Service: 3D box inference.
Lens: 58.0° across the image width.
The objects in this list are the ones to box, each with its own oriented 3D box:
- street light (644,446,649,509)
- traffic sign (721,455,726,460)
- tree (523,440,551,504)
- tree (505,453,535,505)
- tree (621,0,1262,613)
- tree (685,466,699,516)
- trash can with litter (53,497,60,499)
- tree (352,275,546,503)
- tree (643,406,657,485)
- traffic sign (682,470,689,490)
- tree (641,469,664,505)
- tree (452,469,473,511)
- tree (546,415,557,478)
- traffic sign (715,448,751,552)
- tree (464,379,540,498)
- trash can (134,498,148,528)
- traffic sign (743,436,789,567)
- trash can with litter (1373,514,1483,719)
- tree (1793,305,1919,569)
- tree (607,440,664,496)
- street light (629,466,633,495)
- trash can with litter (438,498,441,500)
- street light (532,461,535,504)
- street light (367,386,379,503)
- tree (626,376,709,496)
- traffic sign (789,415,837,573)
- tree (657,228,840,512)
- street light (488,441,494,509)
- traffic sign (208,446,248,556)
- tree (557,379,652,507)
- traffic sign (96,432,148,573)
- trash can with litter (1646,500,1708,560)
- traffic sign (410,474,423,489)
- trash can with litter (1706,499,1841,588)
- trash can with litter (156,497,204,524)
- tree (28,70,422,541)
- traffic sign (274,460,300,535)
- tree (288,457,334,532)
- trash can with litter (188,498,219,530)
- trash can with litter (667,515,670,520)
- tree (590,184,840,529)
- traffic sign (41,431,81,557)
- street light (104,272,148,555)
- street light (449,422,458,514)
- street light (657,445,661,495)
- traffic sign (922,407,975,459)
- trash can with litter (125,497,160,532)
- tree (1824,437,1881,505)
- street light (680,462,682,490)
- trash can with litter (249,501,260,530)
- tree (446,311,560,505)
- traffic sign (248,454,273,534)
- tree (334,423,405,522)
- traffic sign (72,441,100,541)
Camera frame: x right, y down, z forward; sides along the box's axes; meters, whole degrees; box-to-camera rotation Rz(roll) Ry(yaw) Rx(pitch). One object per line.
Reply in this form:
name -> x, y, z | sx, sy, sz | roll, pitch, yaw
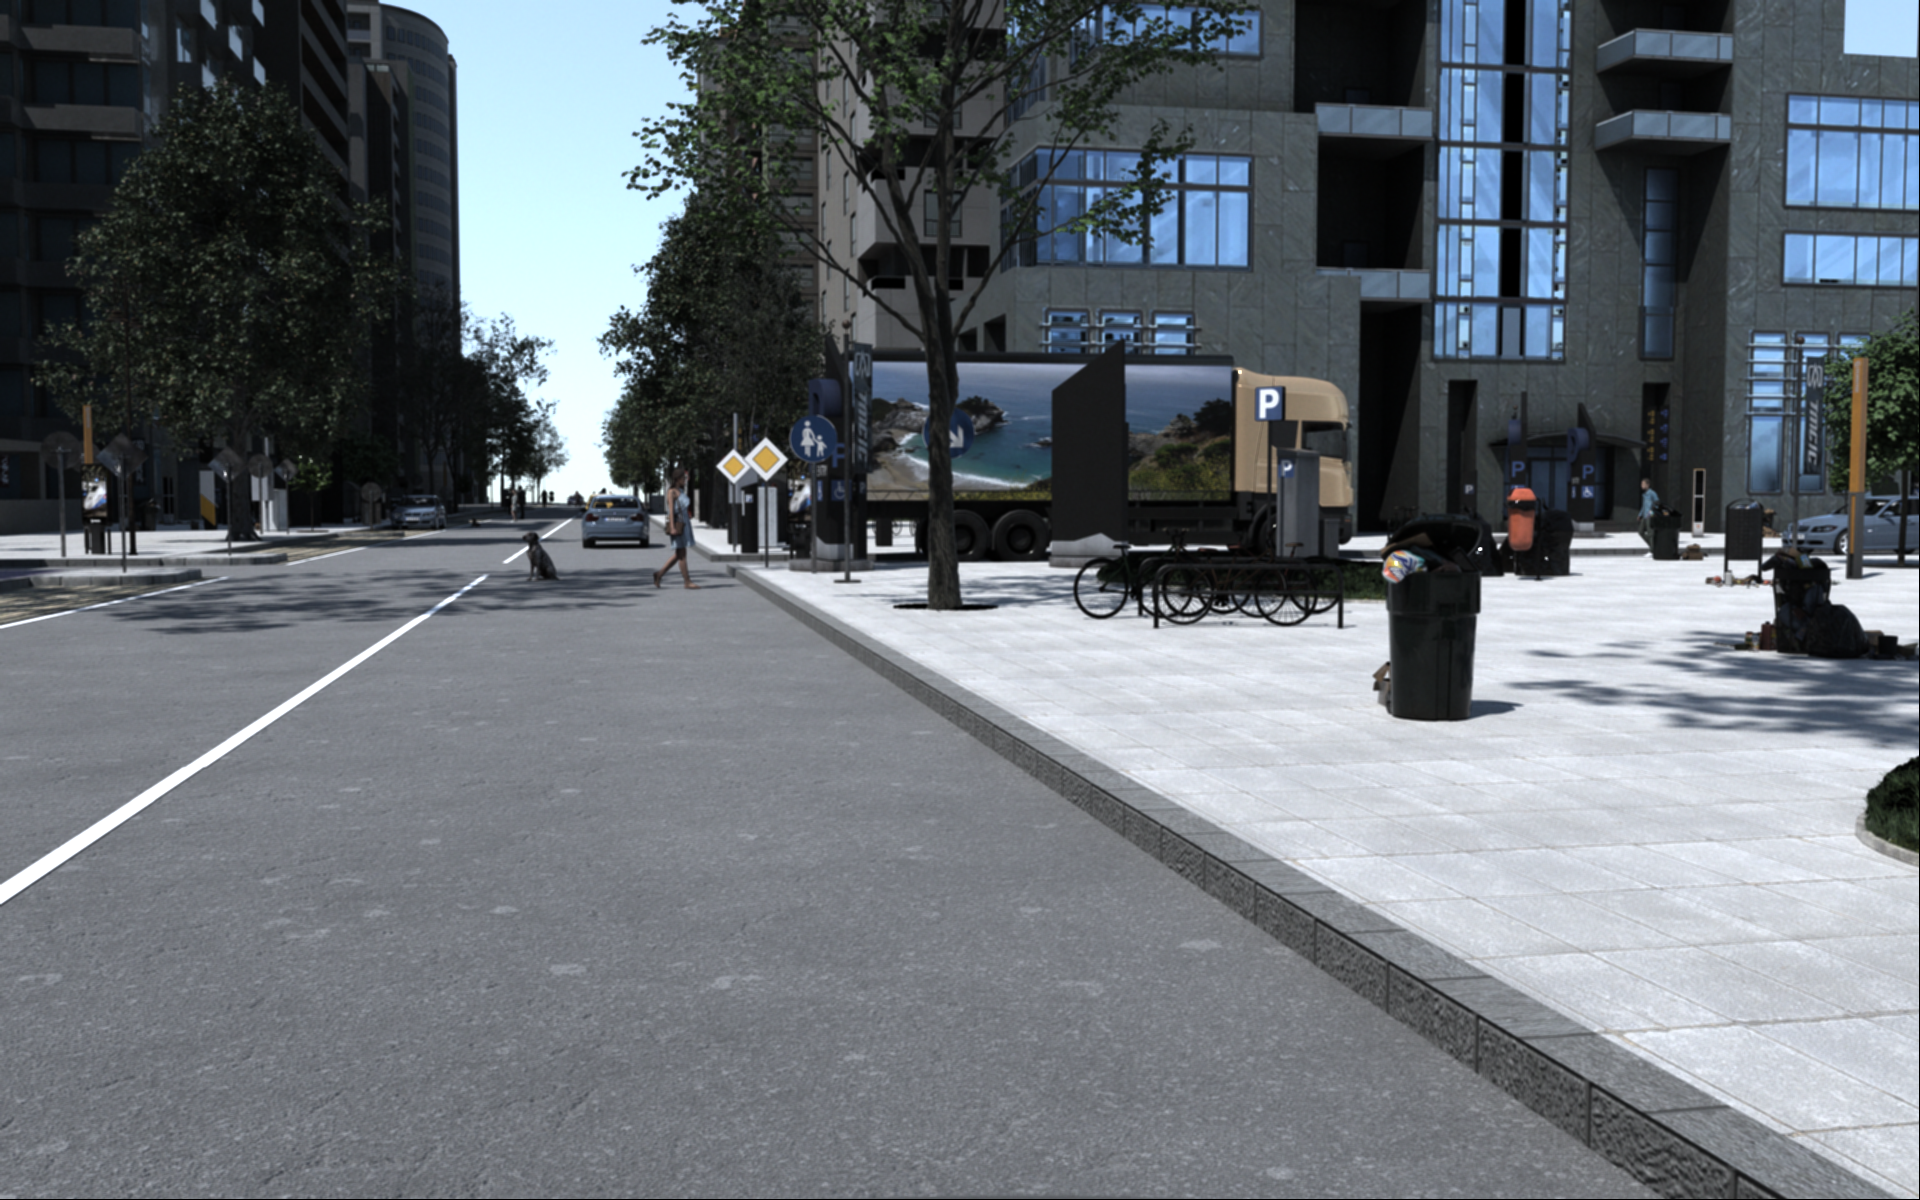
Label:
street light -> -27.142, -10.836, 149.957 | 0.468, 5.910, 1.993 | -1, 4, -11
traffic sign -> -7.208, -3.342, 54.753 | 0.768, 2.556, 0.104 | 0, 4, -7
tree -> -60.122, -18.121, 246.644 | 4.360, 8.622, 3.978 | 0, 3, 0
tree -> -54.298, -16.049, 212.763 | 4.737, 8.622, 4.395 | 0, 3, 0
tree -> -0.265, -5.711, 19.124 | 9.928, 11.665, 9.643 | 0, 3, 0
tree -> -16.216, -6.683, 103.860 | 1.663, 3.219, 1.824 | 0, 3, 0
trash can with litter -> -37.721, -3.735, 72.459 | 0.624, 1.170, 1.055 | -1, 4, -13
tree -> -29.805, -11.440, 97.417 | 12.009, 13.543, 11.850 | 0, 3, 0
tree -> -13.141, -8.088, 82.600 | 4.360, 8.622, 3.978 | 0, 3, 0
traffic sign -> -14.365, -5.467, 89.490 | 0.768, 2.556, 0.104 | -1, 4, -8
tree -> -23.307, -8.366, 131.383 | 1.663, 3.219, 1.824 | 0, 3, 0
tree -> -38.517, -8.529, 134.046 | 1.663, 3.219, 1.824 | 0, 3, 0
tree -> -62.256, -21.126, 255.771 | 12.009, 13.543, 11.850 | 0, 3, 0
traffic sign -> -4.968, -2.105, 38.064 | 0.795, 2.450, 0.064 | -1, 4, -11
tree -> -44.559, -15.398, 169.883 | 7.486, 12.596, 7.792 | 0, 3, 0
trash can -> -30.423, -3.222, 64.332 | 0.748, 1.137, 0.748 | 0, 3, 0
traffic sign -> -3.383, -1.627, 30.237 | 0.795, 2.450, 0.064 | -1, 4, -11
trash can with litter -> 2.655, 0.074, 10.174 | 0.624, 1.170, 1.055 | 0, 4, -2
tree -> 16.497, -2.855, 30.390 | 4.285, 4.588, 4.351 | 0, 3, 0
tree -> -41.261, -18.614, 222.470 | 7.486, 12.596, 7.792 | 0, 3, 0
street light -> -51.147, -18.053, 267.952 | 0.468, 5.910, 1.993 | -1, 4, -11
trash can with litter -> -32.281, -5.887, 107.644 | 1.055, 1.170, 0.624 | 1, 4, 12
street light -> -56.336, -15.661, 228.841 | 0.468, 5.910, 1.993 | -1, 4, -11
street light -> -24.741, -6.128, 72.983 | 0.468, 5.910, 1.993 | -1, 4, -11
tree -> -15.087, -8.649, 91.771 | 4.737, 8.622, 4.395 | 0, 3, 0
traffic sign -> -2.359, -1.702, 27.933 | 0.768, 2.556, 0.104 | 0, 4, -3
tree -> -5.436, -5.955, 47.734 | 4.360, 8.622, 3.978 | 0, 3, 0
street light -> -40.022, -10.714, 147.956 | 0.468, 5.910, 1.993 | -1, 4, -11
traffic sign -> -15.209, -1.980, 36.019 | 0.795, 2.450, 0.064 | -1, 4, -11
tree -> -32.363, -16.335, 177.453 | 12.009, 13.543, 11.850 | 0, 3, 0
traffic sign -> -13.624, -1.501, 28.192 | 0.795, 2.450, 0.064 | -1, 4, -11
trash can with litter -> 13.950, -1.364, 33.694 | 1.055, 1.170, 0.624 | 0, 4, -1
traffic sign -> -34.014, -6.626, 108.444 | 0.768, 2.556, 0.104 | 0, 4, -5
trash can with litter -> 11.524, -0.823, 24.508 | 2.233, 1.210, 1.678 | 0, 4, -4
trash can with litter -> -33.488, -3.849, 73.995 | 2.233, 1.210, 1.678 | 0, 4, 4
tree -> -19.660, -7.954, 47.057 | 9.611, 12.733, 9.660 | 0, 3, 0
traffic sign -> -21.301, -3.281, 54.836 | 0.795, 2.450, 0.064 | -1, 4, -10
tree -> -21.955, -3.894, 58.268 | 1.663, 3.219, 1.824 | 0, 3, 0
trash can with litter -> -27.264, -3.120, 62.397 | 1.055, 1.170, 0.624 | -1, 4, -22
trash can with litter -> -13.938, -4.518, 85.262 | 0.624, 1.170, 1.055 | 2, 4, 26
tree -> -8.865, -8.994, 64.062 | 9.611, 12.733, 9.660 | 0, 3, 0
traffic sign -> -18.201, -2.140, 35.092 | 0.768, 2.556, 0.104 | -1, 4, -9
street light -> -17.368, -3.879, 36.205 | 0.468, 5.910, 1.993 | -1, 4, -11
street light -> -32.556, -8.481, 111.451 | 0.468, 5.910, 1.993 | -1, 4, -11
street light -> -19.772, -8.602, 113.433 | 0.468, 5.910, 1.993 | -1, 4, -11
traffic sign -> -0.166, -1.538, 25.255 | 0.768, 2.556, 0.104 | 0, 4, -3
trash can with litter -> -28.063, -2.939, 59.432 | 0.624, 1.170, 1.055 | 2, 4, 35
tree -> 24.976, -3.318, 48.846 | 1.663, 3.219, 1.824 | 0, 3, 0
street light -> -12.072, -6.237, 74.767 | 0.468, 5.910, 1.993 | -1, 4, -11
trash can with litter -> -24.483, -3.052, 61.282 | 1.055, 1.170, 0.624 | 0, 4, -3
tree -> -48.280, -19.974, 182.469 | 12.611, 20.169, 13.585 | 0, 3, 0
traffic sign -> -22.196, -3.355, 54.961 | 0.768, 2.556, 0.104 | 0, 4, -7
tree -> -27.081, -5.830, 79.038 | 4.285, 4.588, 4.351 | 0, 3, 0
traffic sign -> -20.858, -2.518, 41.280 | 0.768, 2.556, 0.104 | 0, 4, -6
